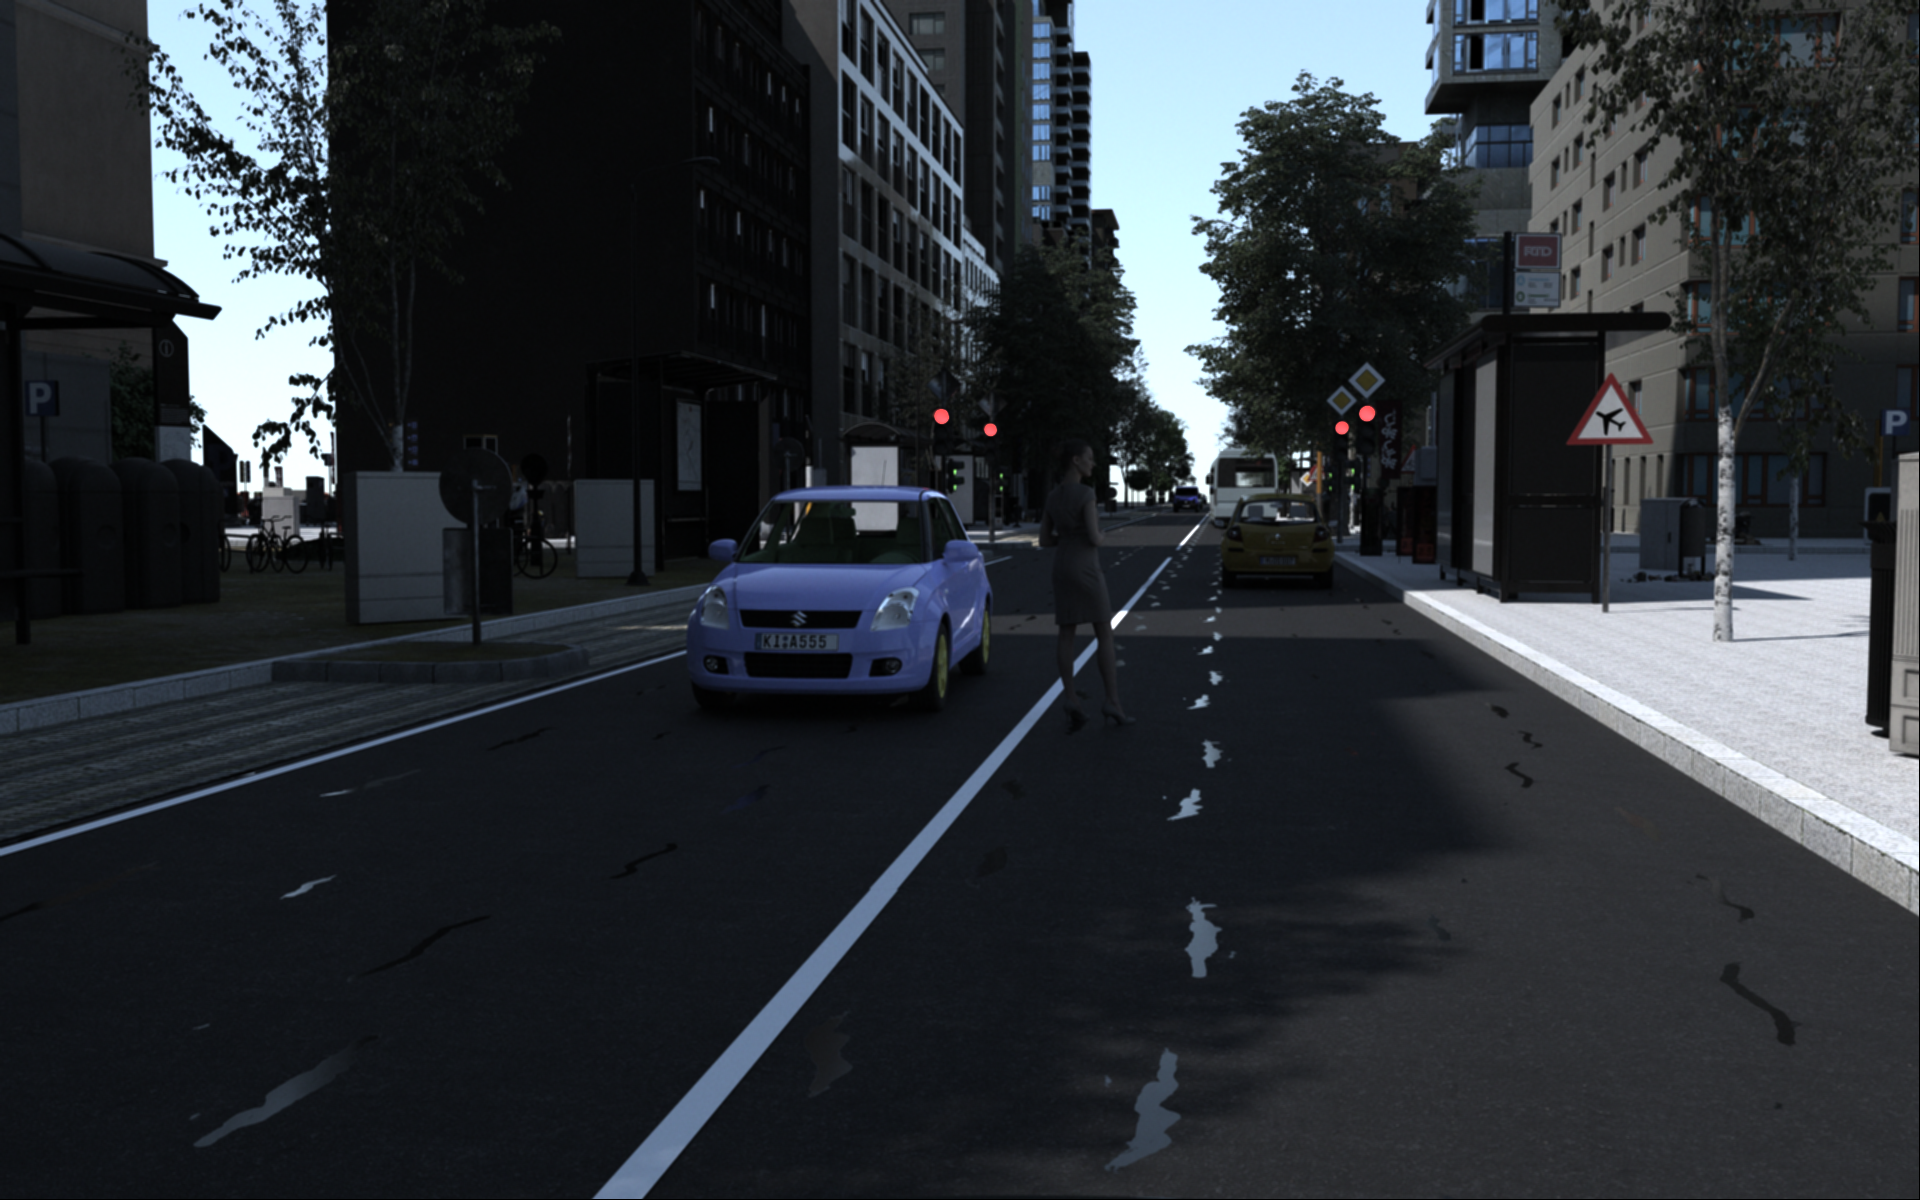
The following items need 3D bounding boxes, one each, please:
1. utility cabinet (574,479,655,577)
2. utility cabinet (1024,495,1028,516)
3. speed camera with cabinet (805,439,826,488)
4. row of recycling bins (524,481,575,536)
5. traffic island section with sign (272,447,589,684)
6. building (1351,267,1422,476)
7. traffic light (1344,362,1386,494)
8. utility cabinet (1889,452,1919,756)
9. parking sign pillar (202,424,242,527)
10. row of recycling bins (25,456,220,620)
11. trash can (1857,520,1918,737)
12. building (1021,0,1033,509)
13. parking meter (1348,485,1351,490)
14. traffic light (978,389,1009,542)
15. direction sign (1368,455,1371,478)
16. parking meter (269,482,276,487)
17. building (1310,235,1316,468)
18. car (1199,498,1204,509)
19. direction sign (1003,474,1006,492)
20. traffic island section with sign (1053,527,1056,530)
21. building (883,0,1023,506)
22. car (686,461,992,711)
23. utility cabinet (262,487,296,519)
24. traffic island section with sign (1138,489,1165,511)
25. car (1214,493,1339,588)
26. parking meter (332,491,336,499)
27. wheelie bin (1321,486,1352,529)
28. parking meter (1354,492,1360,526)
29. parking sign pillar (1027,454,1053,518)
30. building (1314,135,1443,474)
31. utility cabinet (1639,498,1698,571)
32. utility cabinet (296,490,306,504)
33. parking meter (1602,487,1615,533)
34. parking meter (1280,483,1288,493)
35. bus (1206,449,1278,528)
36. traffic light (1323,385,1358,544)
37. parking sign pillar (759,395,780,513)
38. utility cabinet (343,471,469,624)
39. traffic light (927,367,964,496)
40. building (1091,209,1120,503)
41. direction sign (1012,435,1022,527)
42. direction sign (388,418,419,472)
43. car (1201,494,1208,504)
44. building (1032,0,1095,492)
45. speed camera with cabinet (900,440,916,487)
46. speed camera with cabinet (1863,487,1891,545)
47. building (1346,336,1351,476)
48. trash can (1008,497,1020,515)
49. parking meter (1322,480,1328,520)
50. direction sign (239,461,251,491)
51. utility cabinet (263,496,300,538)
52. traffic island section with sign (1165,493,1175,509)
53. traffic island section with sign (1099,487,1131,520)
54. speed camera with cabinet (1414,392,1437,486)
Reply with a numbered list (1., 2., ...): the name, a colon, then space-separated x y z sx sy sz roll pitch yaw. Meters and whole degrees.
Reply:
1. utility cabinet: -5.292 -1.092 26.530 1.173 1.500 0.318 -1 4 -18
2. utility cabinet: 4.283 -5.548 101.872 1.020 1.237 0.306 3 4 37
3. speed camera with cabinet: -5.566 -4.181 62.690 0.660 3.252 2.038 -2 4 -33
4. row of recycling bins: -12.501 -2.831 53.392 1.069 1.692 3.534 0 4 6
5. traffic island section with sign: -4.119 -0.327 13.973 1.989 1.847 2.006 1 4 9
6. building: 47.216 -18.068 140.450 27.650 21.520 28.899 1 4 9
7. traffic light: 8.618 -2.934 36.896 0.839 4.253 0.868 1 4 9
8. utility cabinet: 4.905 0.043 7.971 0.318 1.500 1.173 -1 4 -22
9. parking sign pillar: -28.791 -4.829 67.420 1.447 3.967 1.447 1 4 22
10. row of recycling bins: -9.445 -0.737 19.158 1.069 1.692 3.534 1 4 12
11. trash can: 5.118 0.156 9.099 0.748 1.137 0.748 0 3 0
12. building: -1.614 -30.206 143.984 14.600 45.320 14.200 1 4 9
13. parking meter: 21.073 -5.405 94.079 0.255 1.863 0.399 1 4 20
14. traffic light: 0.869 -3.500 46.142 0.839 4.253 0.868 1 4 9
15. direction sign: 20.069 -5.715 85.434 0.379 3.537 0.876 0 4 -8
16. parking meter: -33.519 -4.817 84.461 0.255 1.863 0.399 -1 4 -12
17. building: 56.429 -34.244 243.489 14.154 41.232 14.086 1 4 9
18. car: 22.086 -9.495 164.036 1.959 1.807 4.718 0 4 8
19. direction sign: 3.111 -7.941 121.825 0.379 3.537 0.876 1 4 18
20. traffic island section with sign: 4.267 -3.673 68.688 1.989 1.847 2.006 1 4 9
21. building: -3.057 -27.306 130.048 14.154 41.232 14.086 1 4 9
22. car: -0.776 -0.186 12.635 1.945 1.707 3.694 0 4 8
23. utility cabinet: -21.882 -2.868 55.566 1.173 1.500 0.318 3 4 36
24. traffic island section with sign: 15.830 -8.286 144.110 1.989 1.847 2.006 1 4 9
25. car: 5.077 -1.076 27.811 2.015 1.641 3.980 1 4 10
26. parking meter: -43.881 -6.925 121.631 0.372 1.533 0.369 0 3 0
27. wheelie bin: 11.728 -2.828 54.144 0.980 1.594 0.693 -1 4 -19
28. parking meter: 15.888 -3.741 69.574 0.372 1.533 0.369 0 3 0
29. parking sign pillar: 4.262 -6.352 92.332 1.447 3.967 1.447 0 4 -5
30. building: 51.643 -34.585 215.569 14.600 45.320 14.200 1 4 9
31. utility cabinet: 11.974 -1.110 29.315 0.306 1.237 1.020 -1 4 -21
32. utility cabinet: -36.187 -5.239 94.332 0.318 1.500 1.173 2 4 25
33. parking meter: 21.676 -3.027 57.899 0.372 1.533 0.369 0 3 0
34. parking meter: 17.620 -5.420 94.327 0.255 1.863 0.399 -2 4 -35
35. bus: 12.421 -5.001 76.620 2.948 3.499 13.247 0 4 7
36. traffic light: 9.828 -3.417 44.789 0.839 4.253 0.868 1 4 9
37. parking sign pillar: -5.534 -3.620 47.660 1.447 3.967 1.447 3 5 42
38. utility cabinet: -5.543 -0.530 17.338 1.173 1.500 0.318 -3 5 -45
39. traffic light: -0.341 -3.017 38.249 0.839 4.253 0.868 1 4 9
40. building: 12.350 -37.011 259.759 22.147 44.769 28.867 1 4 9
41. direction sign: 2.193 -4.565 66.640 0.379 3.537 0.876 -1 4 -20
42. direction sign: -16.630 -3.658 51.799 0.876 3.537 0.379 0 4 -6
43. car: 34.474 -14.568 247.973 2.009 1.686 4.222 0 4 7
44. building: 7.255 -56.034 228.834 22.319 86.520 31.000 1 4 9
45. speed camera with cabinet: -1.644 -4.229 63.478 0.660 3.252 2.038 -2 4 -31
46. speed camera with cabinet: 23.413 -2.957 42.683 0.660 3.252 2.038 -2 4 -28
47. building: 52.677 -19.802 168.797 27.650 21.520 28.899 1 4 9
48. trash can: 2.597 -4.520 85.555 0.748 1.137 0.748 0 3 0
49. parking meter: 14.790 -3.951 70.310 0.255 1.863 0.399 1 4 10
50. direction sign: -48.552 -7.687 117.679 0.379 3.537 0.876 2 4 25
51. utility cabinet: -19.990 -2.439 51.041 1.020 1.237 0.306 1 4 12
52. traffic island section with sign: 19.943 -9.923 170.864 1.989 1.847 2.006 1 4 9
53. traffic island section with sign: 8.393 -5.318 95.569 1.989 1.847 2.006 1 4 9
54. speed camera with cabinet: 9.803 -2.382 33.288 2.038 3.252 0.660 3 5 40
